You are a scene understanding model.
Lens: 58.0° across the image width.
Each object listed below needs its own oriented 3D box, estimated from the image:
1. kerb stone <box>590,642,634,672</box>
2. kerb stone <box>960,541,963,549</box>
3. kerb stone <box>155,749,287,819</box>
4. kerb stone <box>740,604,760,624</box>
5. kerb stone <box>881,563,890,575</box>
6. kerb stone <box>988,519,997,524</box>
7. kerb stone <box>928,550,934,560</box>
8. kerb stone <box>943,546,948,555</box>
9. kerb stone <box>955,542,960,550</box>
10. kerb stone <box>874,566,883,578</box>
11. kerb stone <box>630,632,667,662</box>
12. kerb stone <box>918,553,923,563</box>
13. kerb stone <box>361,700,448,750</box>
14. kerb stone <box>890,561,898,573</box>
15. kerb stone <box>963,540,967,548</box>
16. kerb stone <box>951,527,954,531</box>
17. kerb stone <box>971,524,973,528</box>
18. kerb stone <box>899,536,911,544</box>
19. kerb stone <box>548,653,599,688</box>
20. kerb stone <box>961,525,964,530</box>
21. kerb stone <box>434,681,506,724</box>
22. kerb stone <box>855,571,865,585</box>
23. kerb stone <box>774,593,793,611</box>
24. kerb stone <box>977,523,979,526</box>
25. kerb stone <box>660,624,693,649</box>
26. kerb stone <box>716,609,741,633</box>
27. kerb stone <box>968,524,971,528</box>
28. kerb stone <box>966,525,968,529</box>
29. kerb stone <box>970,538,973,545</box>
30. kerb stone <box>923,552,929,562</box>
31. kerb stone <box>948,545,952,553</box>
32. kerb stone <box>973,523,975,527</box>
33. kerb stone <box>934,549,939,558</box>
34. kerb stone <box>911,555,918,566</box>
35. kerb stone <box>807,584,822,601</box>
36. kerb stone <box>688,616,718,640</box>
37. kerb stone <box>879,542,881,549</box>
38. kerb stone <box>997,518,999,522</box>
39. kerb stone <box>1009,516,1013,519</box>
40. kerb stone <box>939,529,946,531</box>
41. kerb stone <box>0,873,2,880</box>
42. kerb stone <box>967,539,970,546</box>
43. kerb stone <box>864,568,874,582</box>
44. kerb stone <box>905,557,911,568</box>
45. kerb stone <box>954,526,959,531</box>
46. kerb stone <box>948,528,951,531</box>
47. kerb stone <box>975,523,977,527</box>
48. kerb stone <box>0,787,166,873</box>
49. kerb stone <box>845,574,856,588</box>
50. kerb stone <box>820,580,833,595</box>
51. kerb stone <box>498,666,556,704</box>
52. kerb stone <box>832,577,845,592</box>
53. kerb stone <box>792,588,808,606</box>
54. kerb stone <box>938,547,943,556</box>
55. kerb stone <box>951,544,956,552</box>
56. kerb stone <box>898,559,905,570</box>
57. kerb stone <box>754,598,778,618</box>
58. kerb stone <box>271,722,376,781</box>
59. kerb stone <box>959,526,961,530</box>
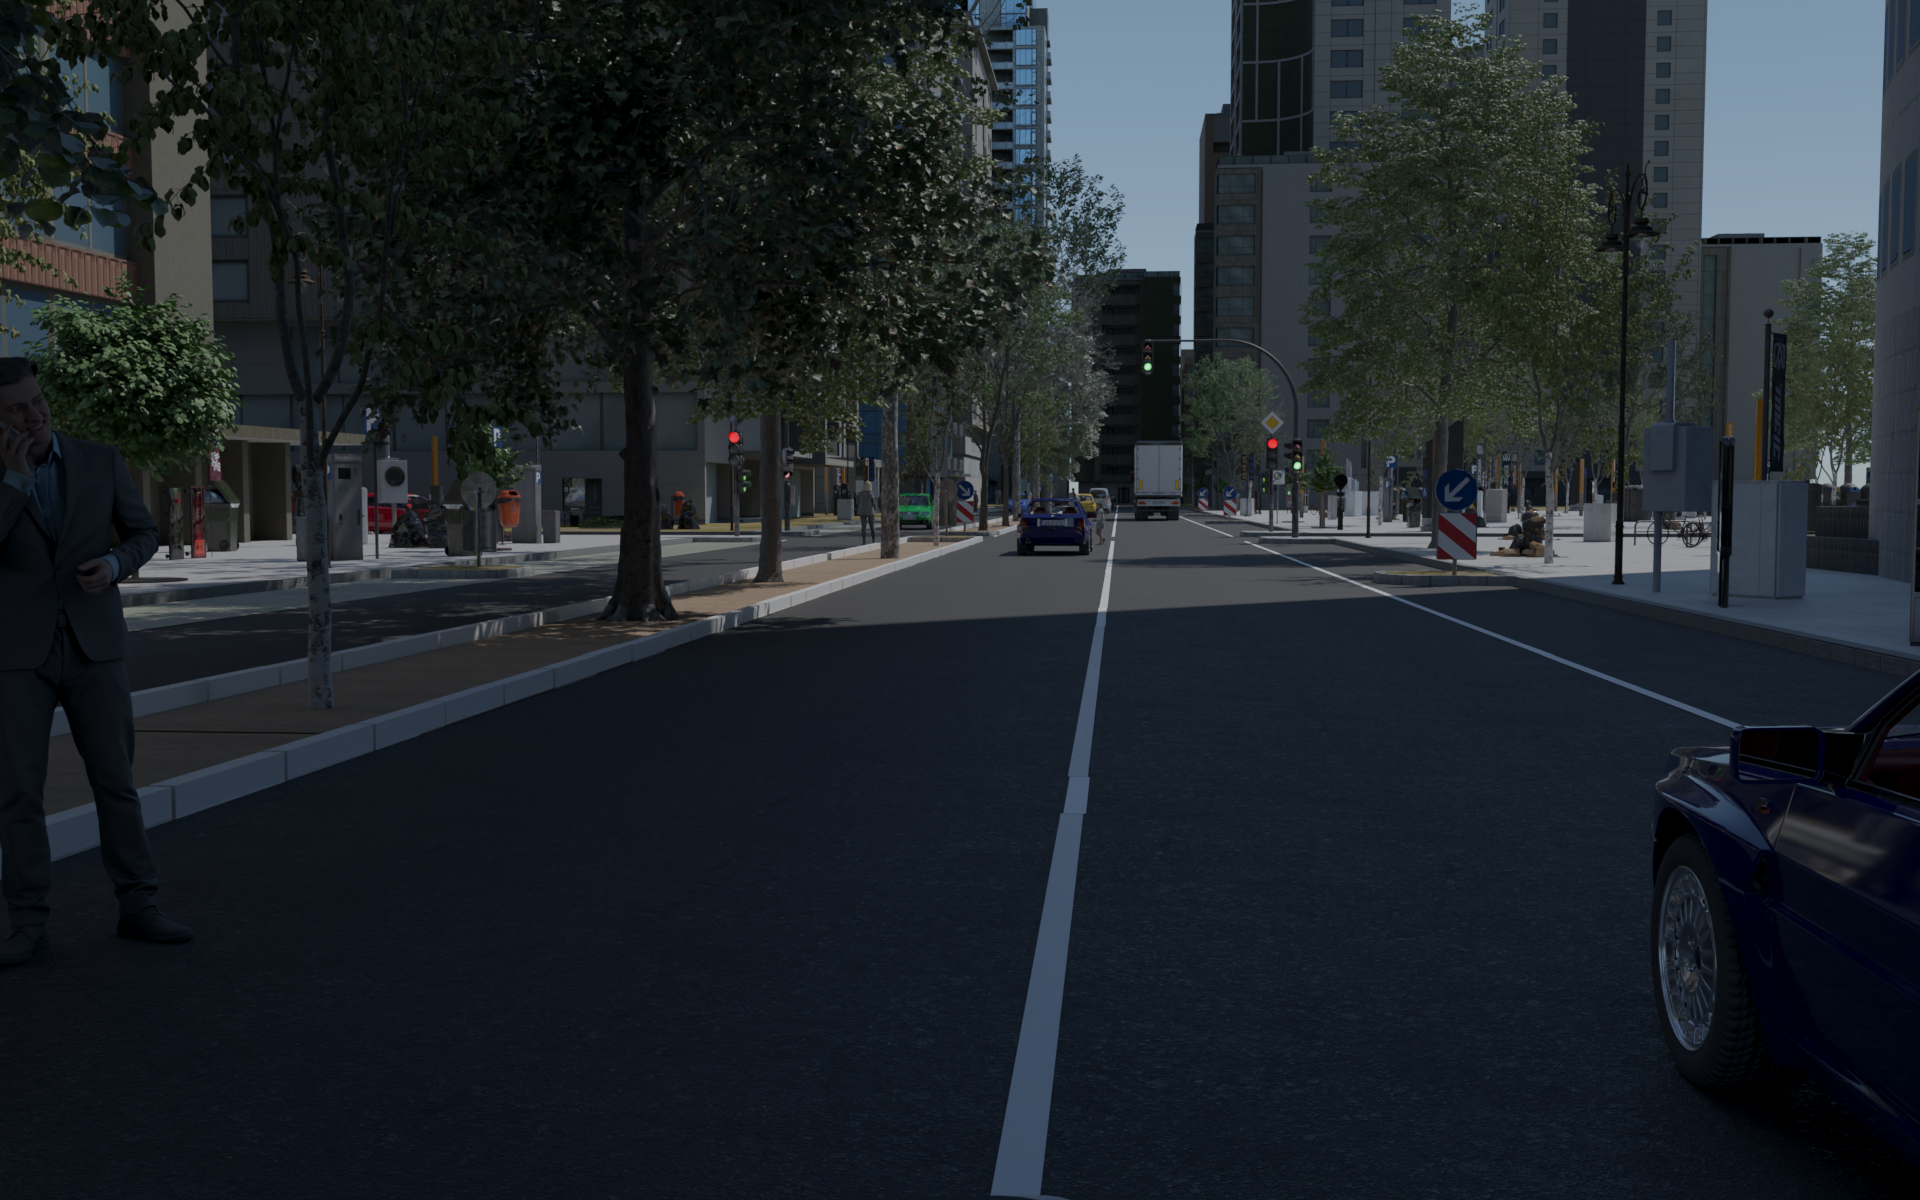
[{"bbox_3d":[-2.911,0.485,14.274,0.120,0.150,1.000,0,4,5],"label":"kerb stone"},{"bbox_3d":[-0.081,-1.390,44.923,0.120,0.150,1.000,0,4,5],"label":"kerb stone"},{"bbox_3d":[-3.466,0.861,8.124,0.120,0.150,1.000,0,4,5],"label":"kerb stone"},{"bbox_3d":[-2.431,0.179,19.388,0.120,0.150,1.000,0,4,5],"label":"kerb stone"},{"bbox_3d":[-1.400,-0.515,30.614,0.120,0.150,1.000,0,4,5],"label":"kerb stone"},{"bbox_3d":[1.637,-3.929,86.458,0.120,0.150,1.000,0,4,5],"label":"kerb stone"},{"bbox_3d":[-0.739,-0.947,37.765,0.120,0.150,1.000,0,4,5],"label":"kerb stone"},{"bbox_3d":[-0.446,-1.140,40.830,0.120,0.150,1.000,0,4,5],"label":"kerb stone"},{"bbox_3d":[-0.174,-1.327,43.905,0.120,0.150,1.000,0,4,5],"label":"kerb stone"},{"bbox_3d":[-1.494,-0.447,29.597,0.120,0.150,1.000,0,4,5],"label":"kerb stone"},{"bbox_3d":[-2.800,0.424,15.302,0.120,0.150,1.000,0,4,5],"label":"kerb stone"},{"bbox_3d":[-0.930,-0.827,35.723,0.120,0.150,1.000,0,4,5],"label":"kerb stone"},{"bbox_3d":[-3.278,0.735,10.180,0.120,0.150,1.000,0,4,5],"label":"kerb stone"},{"bbox_3d":[-1.306,-0.577,31.637,0.120,0.150,1.000,0,4,5],"label":"kerb stone"},{"bbox_3d":[0.015,-1.452,45.941,0.120,0.150,1.000,0,4,5],"label":"kerb stone"},{"bbox_3d":[-0.437,-2.555,63.971,0.120,0.150,1.000,0,4,5],"label":"kerb stone"},{"bbox_3d":[0.320,-3.056,72.158,0.120,0.150,1.000,0,4,5],"label":"kerb stone"},{"bbox_3d":[-1.619,-1.776,51.227,0.120,0.150,1.000,0,4,5],"label":"kerb stone"},{"bbox_3d":[-2.991,0.547,13.255,0.120,0.150,1.000,0,4,5],"label":"kerb stone"},{"bbox_3d":[-0.060,-2.806,68.067,0.120,0.150,1.000,0,4,5],"label":"kerb stone"},{"bbox_3d":[-3.190,0.672,11.206,0.120,0.150,1.000,0,4,5],"label":"kerb stone"},{"bbox_3d":[-1.678,-0.328,27.555,0.120,0.150,1.000,0,4,5],"label":"kerb stone"},{"bbox_3d":[-2.250,0.046,21.436,0.120,0.150,1.000,0,4,5],"label":"kerb stone"},{"bbox_3d":[0.597,-3.237,75.221,0.120,0.150,1.000,0,4,5],"label":"kerb stone"},{"bbox_3d":[-2.720,0.359,16.329,0.120,0.150,1.000,0,4,5],"label":"kerb stone"},{"bbox_3d":[-2.515,0.234,18.364,0.120,0.150,1.000,0,4,5],"label":"kerb stone"},{"bbox_3d":[0.228,-2.993,71.135,0.120,0.150,1.000,0,4,5],"label":"kerb stone"},{"bbox_3d":[0.119,-2.930,70.108,0.120,0.150,1.000,0,4,5],"label":"kerb stone"},{"bbox_3d":[0.198,-1.574,47.985,0.120,0.150,1.000,0,4,5],"label":"kerb stone"},{"bbox_3d":[-0.831,-0.890,36.746,0.120,0.150,1.000,0,4,5],"label":"kerb stone"},{"bbox_3d":[-0.369,-1.202,41.856,0.120,0.150,1.000,0,4,5],"label":"kerb stone"},{"bbox_3d":[0.415,-3.116,73.178,0.120,0.150,1.000,0,4,5],"label":"kerb stone"},{"bbox_3d":[-0.645,-1.015,38.796,0.120,0.150,1.000,0,4,5],"label":"kerb stone"},{"bbox_3d":[-1.016,-0.761,34.703,0.120,0.150,1.000,0,4,5],"label":"kerb stone"},{"bbox_3d":[-2.051,-0.078,23.471,0.120,0.150,1.000,0,4,5],"label":"kerb stone"},{"bbox_3d":[-2.623,0.297,17.348,0.120,0.150,1.000,0,4,5],"label":"kerb stone"},{"bbox_3d":[-2.171,-1.401,45.105,0.120,0.150,1.000,0,4,5],"label":"kerb stone"},{"bbox_3d":[1.724,-3.993,87.481,0.120,0.150,1.000,0,4,5],"label":"kerb stone"},{"bbox_3d":[3.139,-4.929,102.778,0.120,0.150,1.000,0,4,5],"label":"kerb stone"},{"bbox_3d":[-0.619,-2.431,61.935,0.120,0.150,1.000,0,4,5],"label":"kerb stone"},{"bbox_3d":[-3.657,0.985,6.089,0.120,0.150,1.000,0,4,5],"label":"kerb stone"},{"bbox_3d":[0.109,-1.515,46.967,0.120,0.150,1.000,0,4,5],"label":"kerb stone"},{"bbox_3d":[-1.588,-0.390,28.576,0.120,0.150,1.000,0,4,5],"label":"kerb stone"},{"bbox_3d":[-1.113,-0.699,33.686,0.120,0.150,1.000,0,4,5],"label":"kerb stone"},{"bbox_3d":[-0.250,-2.680,66.022,0.120,0.150,1.000,0,4,5],"label":"kerb stone"},{"bbox_3d":[-0.535,-2.493,62.953,0.120,0.150,1.000,0,4,5],"label":"kerb stone"},{"bbox_3d":[0.507,-3.179,74.197,0.120,0.150,1.000,0,4,5],"label":"kerb stone"},{"bbox_3d":[-3.564,0.925,7.107,0.120,0.150,1.000,0,4,5],"label":"kerb stone"},{"bbox_3d":[-1.773,-0.266,26.537,0.120,0.150,1.000,0,4,5],"label":"kerb stone"},{"bbox_3d":[-1.973,-0.140,24.491,0.120,0.150,1.000,0,4,5],"label":"kerb stone"},{"bbox_3d":[-3.096,0.612,12.236,0.120,0.150,1.000,0,4,5],"label":"kerb stone"},{"bbox_3d":[-1.874,-0.203,25.512,0.120,0.150,1.000,0,4,5],"label":"kerb stone"},{"bbox_3d":[-2.148,-0.014,22.453,0.120,0.150,1.000,0,4,5],"label":"kerb stone"},{"bbox_3d":[-0.552,-1.078,39.814,0.120,0.150,1.000,0,4,5],"label":"kerb stone"},{"bbox_3d":[-0.273,-1.260,42.886,0.120,0.150,1.000,0,4,5],"label":"kerb stone"},{"bbox_3d":[-1.209,-0.635,32.657,0.120,0.150,1.000,0,4,5],"label":"kerb stone"},{"bbox_3d":[-2.339,0.109,20.416,0.120,0.150,1.000,0,4,5],"label":"kerb stone"},{"bbox_3d":[-3.374,0.798,9.156,0.120,0.150,1.000,0,4,5],"label":"kerb stone"},{"bbox_3d":[-0.153,-2.743,67.046,0.120,0.150,1.000,0,4,5],"label":"kerb stone"}]
